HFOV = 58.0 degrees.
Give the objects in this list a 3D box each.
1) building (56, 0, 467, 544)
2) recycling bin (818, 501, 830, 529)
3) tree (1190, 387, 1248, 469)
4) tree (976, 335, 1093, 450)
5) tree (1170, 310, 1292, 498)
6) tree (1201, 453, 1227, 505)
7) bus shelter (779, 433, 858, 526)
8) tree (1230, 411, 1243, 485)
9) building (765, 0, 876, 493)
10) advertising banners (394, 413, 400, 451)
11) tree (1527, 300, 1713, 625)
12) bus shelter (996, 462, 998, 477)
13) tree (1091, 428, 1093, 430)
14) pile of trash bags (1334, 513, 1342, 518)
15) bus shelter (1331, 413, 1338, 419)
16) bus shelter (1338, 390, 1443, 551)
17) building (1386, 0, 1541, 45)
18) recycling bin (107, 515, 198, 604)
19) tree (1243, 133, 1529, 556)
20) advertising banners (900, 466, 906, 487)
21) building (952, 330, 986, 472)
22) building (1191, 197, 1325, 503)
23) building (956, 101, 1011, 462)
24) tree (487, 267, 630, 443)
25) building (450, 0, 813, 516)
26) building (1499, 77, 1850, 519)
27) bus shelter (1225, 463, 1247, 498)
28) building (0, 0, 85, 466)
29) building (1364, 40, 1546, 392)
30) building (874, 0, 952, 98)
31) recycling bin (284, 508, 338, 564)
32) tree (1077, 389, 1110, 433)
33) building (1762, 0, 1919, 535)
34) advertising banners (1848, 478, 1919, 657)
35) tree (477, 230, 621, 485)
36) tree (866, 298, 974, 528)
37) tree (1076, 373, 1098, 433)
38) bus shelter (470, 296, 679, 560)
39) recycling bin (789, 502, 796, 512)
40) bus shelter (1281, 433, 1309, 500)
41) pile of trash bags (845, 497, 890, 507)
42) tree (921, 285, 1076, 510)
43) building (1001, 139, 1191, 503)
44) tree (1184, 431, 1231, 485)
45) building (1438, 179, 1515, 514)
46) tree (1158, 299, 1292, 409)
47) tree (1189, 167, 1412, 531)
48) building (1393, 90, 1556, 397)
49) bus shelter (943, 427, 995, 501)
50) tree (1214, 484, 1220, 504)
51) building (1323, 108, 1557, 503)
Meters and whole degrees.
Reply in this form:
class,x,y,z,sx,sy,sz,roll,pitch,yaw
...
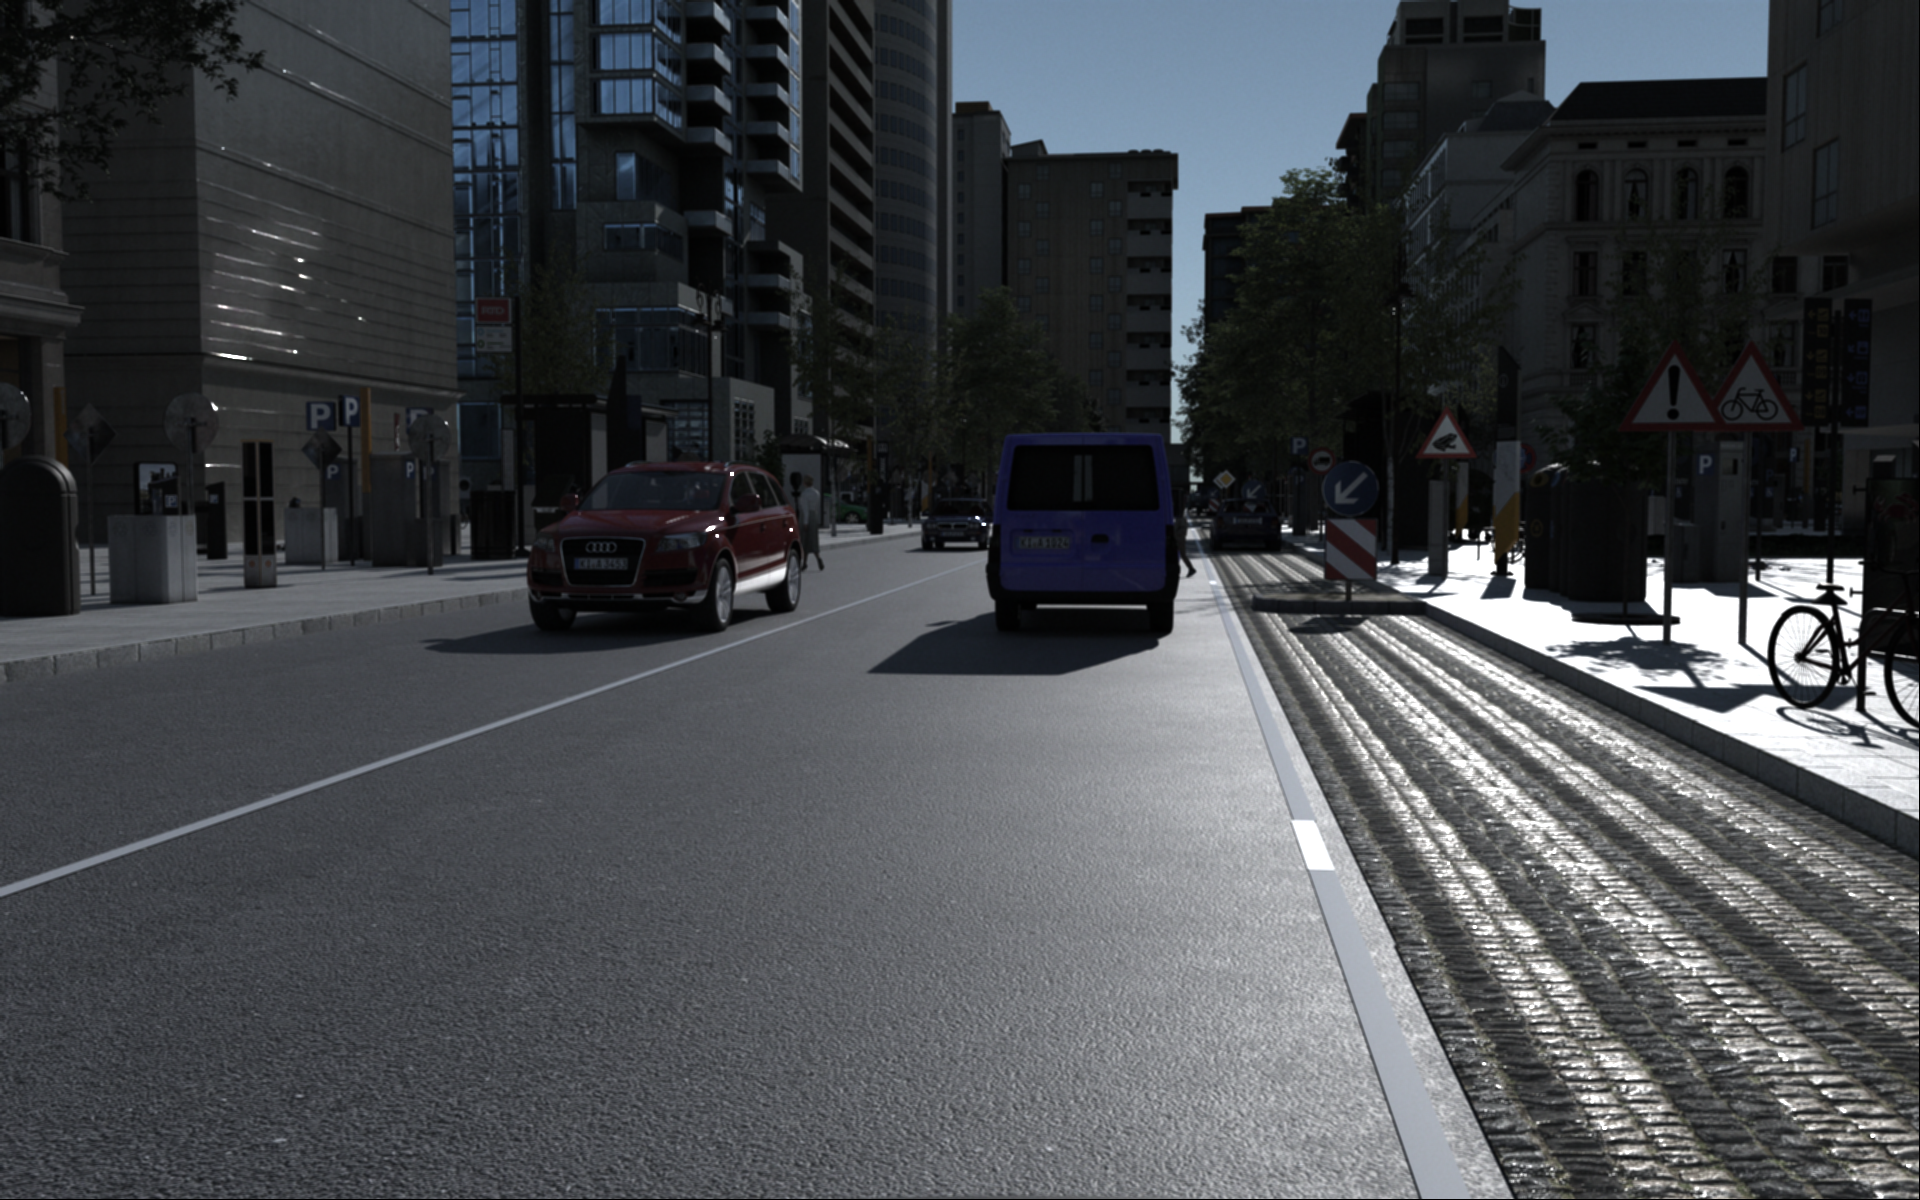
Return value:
class,x,y,z,sx,sy,sz,roll,pitch,yaw
building,-39.556,-16.971,53.896,44.131,29.872,17.030,0,4,7
recycling bin,-5.296,-3.159,64.204,0.722,1.027,0.722,-3,5,-43
tree,22.785,-13.157,140.868,9.928,11.665,9.643,0,3,0
tree,5.487,-13.487,130.886,12.009,13.543,11.850,0,3,0
tree,19.578,-13.123,121.211,9.857,13.997,8.962,0,3,0
tree,30.226,-15.383,201.867,4.360,8.622,3.978,0,3,0
bus shelter,-5.049,-4.075,60.546,2.014,3.302,5.546,0,4,7
tree,15.953,-8.413,87.914,4.737,8.622,4.395,0,3,0
building,-19.432,-31.883,144.991,21.300,48.544,21.600,0,4,7
advertising banners,-12.080,-2.483,36.786,0.090,3.025,2.074,0,4,-7
tree,6.744,-1.401,17.509,1.663,3.219,1.824,0,3,0
bus shelter,2.366,-8.429,115.441,2.179,5.291,8.768,0,4,7
tree,12.023,-13.787,175.786,4.737,8.622,4.395,0,3,0
pile of trash bags,14.827,-3.228,62.529,1.912,1.369,3.447,3,4,36
bus shelter,11.622,-3.529,48.990,1.731,3.624,6.357,0,4,7
bus shelter,10.420,-3.106,42.061,1.731,3.624,6.357,0,4,7
building,73.512,-49.879,253.775,20.611,71.187,20.563,0,4,7
recycling bin,-9.542,-0.485,20.487,0.722,1.027,0.722,0,4,6
tree,9.107,-5.215,35.626,4.737,8.622,4.395,0,3,0
advertising banners,-4.266,-6.955,109.905,2.074,3.025,0.090,2,4,26
building,-12.626,-22.102,206.411,28.899,21.520,27.650,0,4,7
building,49.099,-36.948,258.715,28.867,44.769,22.147,0,4,7
building,-6.631,-44.172,264.217,28.212,58.520,21.231,0,4,7
tree,-12.793,-6.425,55.408,4.360,8.622,3.978,0,3,0
building,-21.760,-48.743,109.617,22.319,86.520,31.000,0,4,7
building,40.204,-16.178,93.387,19.941,23.489,11.050,0,4,7
bus shelter,21.152,-8.633,132.431,1.731,3.624,6.357,0,4,7
building,-26.582,-10.273,18.875,10.553,20.767,40.483,0,4,7
building,45.489,-29.189,160.827,14.154,41.232,14.086,0,4,7
building,-12.986,-38.467,170.926,21.231,58.520,28.212,0,4,7
recycling bin,-11.951,-1.184,31.907,0.722,1.027,0.722,0,4,3
tree,12.627,-16.393,185.031,9.611,12.733,9.660,0,3,0
building,36.595,-27.462,38.250,28.713,52.752,27.495,0,4,7
advertising banners,8.001,-1.044,13.258,2.074,3.025,0.090,3,4,37
tree,-11.813,-6.050,49.280,4.737,8.622,4.395,0,3,0
tree,-1.691,-7.087,66.242,4.360,8.622,3.978,0,3,0
tree,7.344,-13.841,144.424,7.486,12.596,7.792,0,3,0
bus shelter,-8.439,-3.679,37.790,2.179,5.291,8.768,0,4,7
recycling bin,-6.435,-3.075,62.833,0.722,1.027,0.722,-2,4,-32
bus shelter,21.012,-7.932,107.313,2.179,5.291,8.768,0,4,7
pile of trash bags,-5.852,-6.005,107.939,3.447,1.369,1.912,3,5,43
tree,1.657,-10.756,93.990,7.486,12.596,7.792,0,3,0
building,21.436,-41.290,264.330,27.495,52.752,28.713,0,4,7
tree,31.981,-17.443,219.599,8.767,10.594,7.601,3,4,36
building,37.643,-15.755,112.354,10.420,20.320,16.860,0,4,7
tree,25.752,-19.066,167.614,12.611,20.169,13.585,0,3,0
tree,12.296,-8.747,61.142,7.486,12.596,7.792,0,3,0
building,41.195,-21.897,135.502,11.434,29.767,29.804,0,4,7
bus shelter,0.383,-7.832,105.690,2.179,5.291,8.768,0,4,7
tree,33.492,-14.230,227.263,1.663,3.219,1.824,0,3,0
building,53.998,-33.099,195.786,22.147,44.769,28.867,0,4,7
